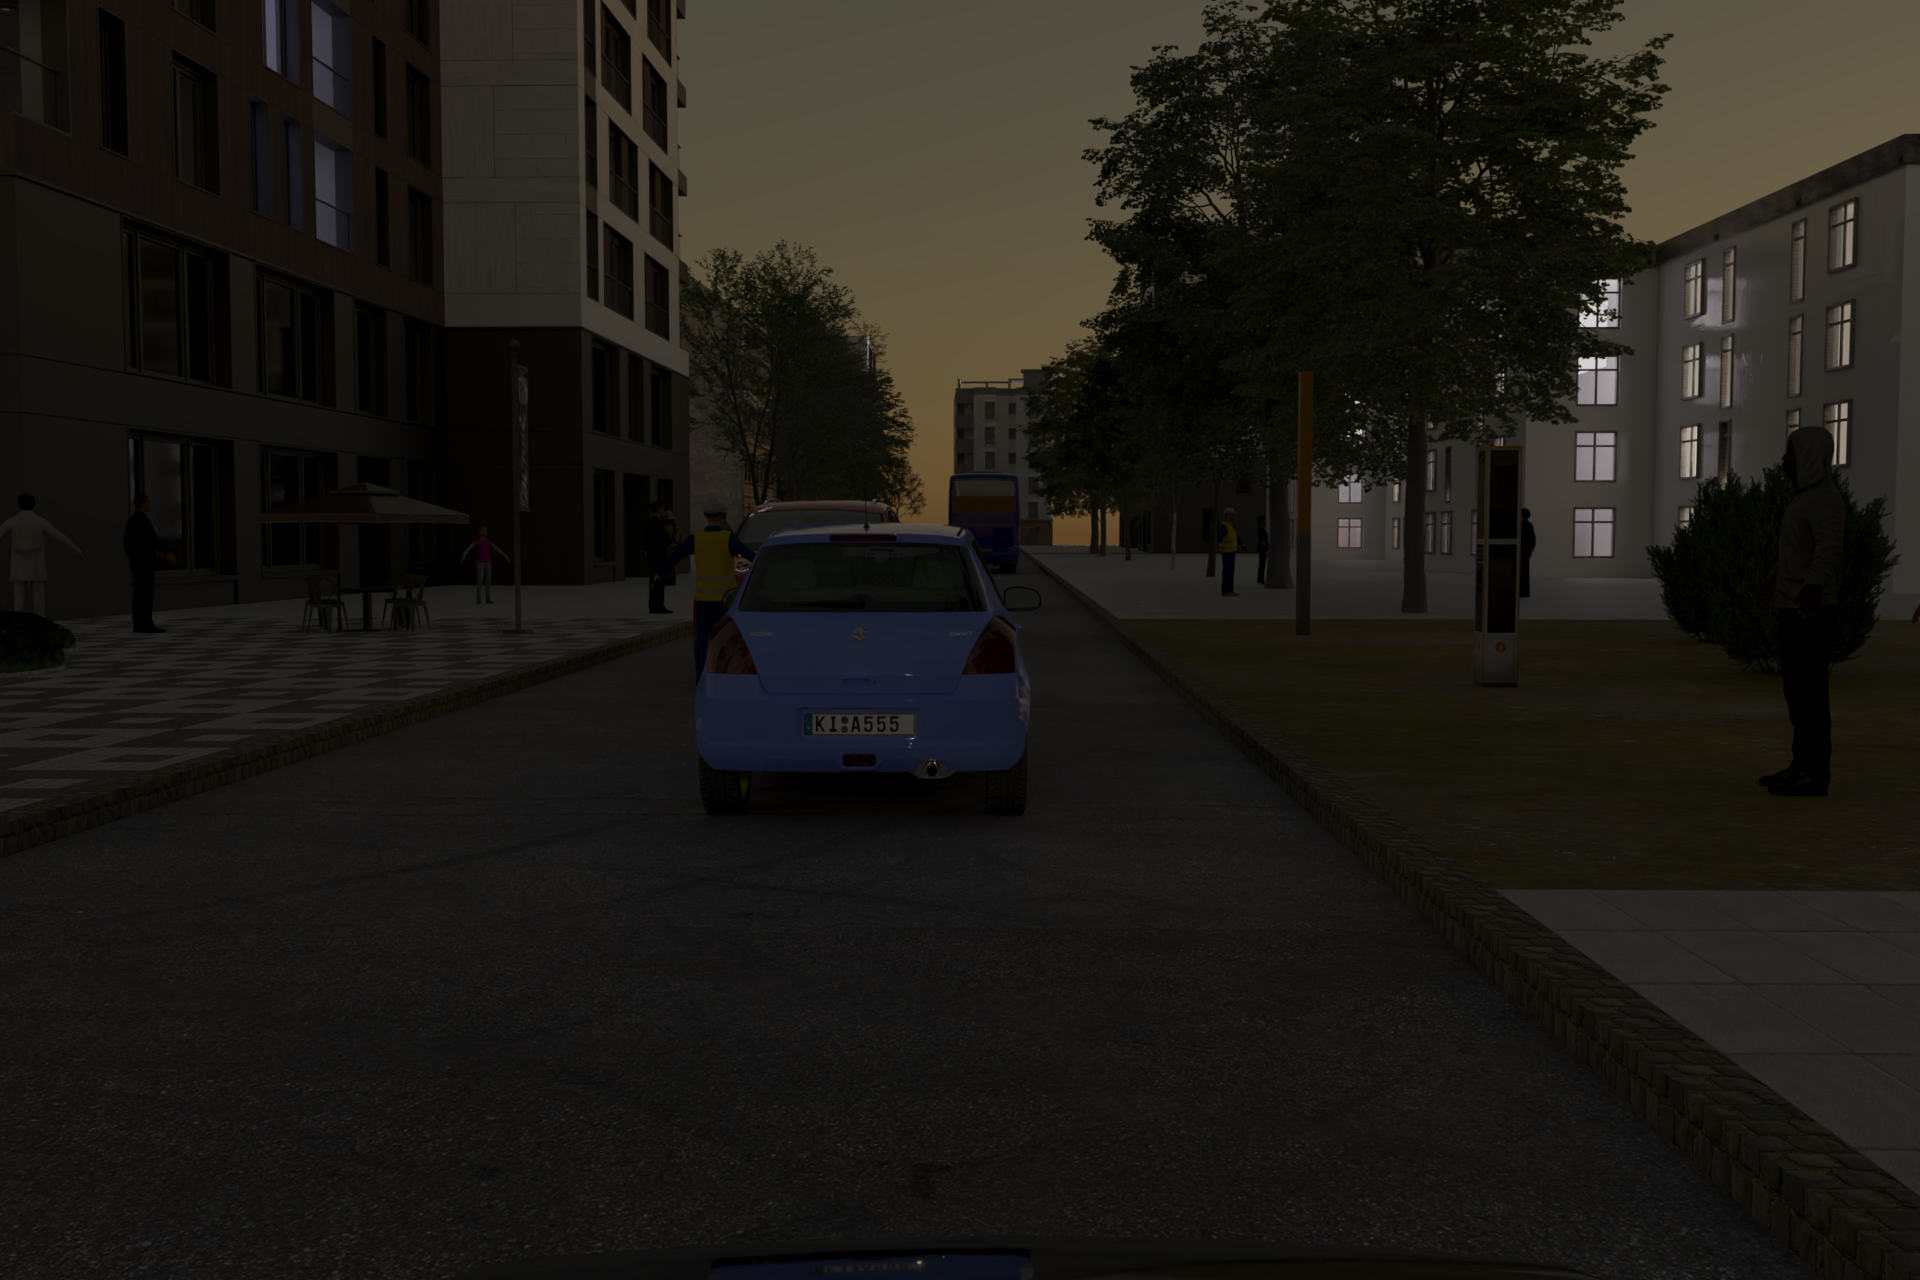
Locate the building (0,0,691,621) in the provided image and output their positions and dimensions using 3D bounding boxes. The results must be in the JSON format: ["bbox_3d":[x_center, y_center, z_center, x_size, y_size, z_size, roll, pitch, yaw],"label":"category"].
[{"bbox_3d":[-23.328,-12.037,40.774,27.936,21.610,32.646,0,4,2],"label":"building"}]

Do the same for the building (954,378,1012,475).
[{"bbox_3d":[-0.422,-21.075,203.453,11.380,20.090,16.016,0,4,6],"label":"building"}]

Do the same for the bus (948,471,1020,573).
[{"bbox_3d":[0.966,-4.607,66.875,2.896,3.916,12.251,0,4,1],"label":"bus"}]

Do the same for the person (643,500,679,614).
[{"bbox_3d":[-4.861,-1.349,27.988,0.705,1.837,1.347,-2,4,-33],"label":"person"}]

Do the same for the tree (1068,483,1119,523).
[{"bbox_3d":[16.583,-17.900,203.042,12.009,13.543,11.850,0,3,0],"label":"tree"}]

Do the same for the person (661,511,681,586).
[{"bbox_3d":[-7.264,-2.283,43.101,0.705,1.858,1.354,1,4,22],"label":"person"}]

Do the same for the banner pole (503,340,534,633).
[{"bbox_3d":[-5.745,-1.997,22.666,0.401,3.779,0.863,0,4,1],"label":"banner pole"}]

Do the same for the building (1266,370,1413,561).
[{"bbox_3d":[21.707,-8.777,85.646,9.099,9.664,28.070,0,4,1],"label":"building"}]

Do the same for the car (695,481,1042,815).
[{"bbox_3d":[-0.478,-0.034,10.142,1.945,1.707,3.694,0,3,0],"label":"car"}]

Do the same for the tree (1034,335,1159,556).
[{"bbox_3d":[7.948,-11.095,99.525,7.486,12.596,7.792,0,3,0],"label":"tree"}]

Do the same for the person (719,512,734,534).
[{"bbox_3d":[-5.140,-1.898,37.308,0.705,1.796,1.348,2,4,27],"label":"person"}]

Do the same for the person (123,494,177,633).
[{"bbox_3d":[-10.569,-0.994,22.474,1.346,1.802,0.704,3,5,42],"label":"person"}]

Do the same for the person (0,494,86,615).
[{"bbox_3d":[-12.213,-1.010,22.702,1.347,1.806,0.705,-2,4,-28],"label":"person"}]

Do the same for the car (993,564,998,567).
[{"bbox_3d":[0.862,-4.137,77.862,2.015,1.641,3.980,0,4,1],"label":"car"}]

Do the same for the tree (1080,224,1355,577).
[{"bbox_3d":[7.620,-7.150,51.322,8.767,10.594,7.601,-1,4,-21],"label":"tree"}]

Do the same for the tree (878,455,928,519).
[{"bbox_3d":[-7.179,-16.423,202.930,7.601,10.594,8.767,0,4,3],"label":"tree"}]

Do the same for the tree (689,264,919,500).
[{"bbox_3d":[-7.533,-10.333,79.319,12.009,13.543,11.850,0,3,0],"label":"tree"}]

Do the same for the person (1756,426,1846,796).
[{"bbox_3d":[4.176,-0.151,8.605,0.705,1.813,1.348,1,4,17],"label":"person"}]

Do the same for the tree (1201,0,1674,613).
[{"bbox_3d":[7.716,-6.701,27.692,7.486,12.596,7.792,0,3,0],"label":"tree"}]

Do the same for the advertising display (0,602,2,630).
[{"bbox_3d":[-6.596,-0.371,11.286,0.123,1.923,0.974,0,4,2],"label":"advertising display"}]

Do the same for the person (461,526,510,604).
[{"bbox_3d":[-8.702,-1.375,31.743,0.599,1.433,0.991,3,5,44],"label":"person"}]

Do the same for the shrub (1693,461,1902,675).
[{"bbox_3d":[7.641,-0.722,15.851,1.661,2.075,1.752,0,3,0],"label":"shrub"}]

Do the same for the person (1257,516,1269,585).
[{"bbox_3d":[7.741,-2.274,43.895,0.721,1.740,1.216,1,4,13],"label":"person"}]

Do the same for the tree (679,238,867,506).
[{"bbox_3d":[-7.182,-8.332,61.990,9.928,11.665,9.643,0,3,0],"label":"tree"}]

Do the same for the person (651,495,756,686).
[{"bbox_3d":[-2.131,-0.385,15.220,1.216,1.772,0.721,0,4,6],"label":"person"}]

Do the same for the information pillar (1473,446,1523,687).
[{"bbox_3d":[4.524,-0.617,14.575,0.304,2.012,0.304,0,4,2],"label":"information pillar"}]

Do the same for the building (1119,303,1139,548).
[{"bbox_3d":[29.427,-19.907,169.453,27.936,21.610,32.646,0,4,2],"label":"building"}]

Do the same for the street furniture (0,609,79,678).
[{"bbox_3d":[-12.168,0.038,15.013,5.734,0.657,10.072,2,4,34],"label":"street furniture"}]

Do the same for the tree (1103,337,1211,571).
[{"bbox_3d":[7.559,-6.707,60.019,4.360,8.622,3.978,0,3,0],"label":"tree"}]

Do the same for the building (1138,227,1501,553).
[{"bbox_3d":[27.388,-17.599,131.713,27.936,21.610,32.646,0,4,2],"label":"building"}]

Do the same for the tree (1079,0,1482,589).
[{"bbox_3d":[7.421,-8.179,40.389,9.857,13.997,8.962,0,3,0],"label":"tree"}]

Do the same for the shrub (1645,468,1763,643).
[{"bbox_3d":[9.104,-1.012,20.585,1.661,2.075,1.752,0,3,0],"label":"shrub"}]

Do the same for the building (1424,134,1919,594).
[{"bbox_3d":[20.967,-6.627,50.501,9.099,9.664,28.070,0,4,2],"label":"building"}]

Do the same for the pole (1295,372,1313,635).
[{"bbox_3d":[4.349,-1.715,21.878,0.158,3.312,0.155,0,3,0],"label":"pole"}]

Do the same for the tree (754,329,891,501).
[{"bbox_3d":[-7.554,-10.737,93.675,7.486,12.596,7.792,0,3,0],"label":"tree"}]

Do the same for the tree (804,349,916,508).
[{"bbox_3d":[-6.438,-11.536,106.740,7.486,12.596,7.792,0,3,0],"label":"tree"}]

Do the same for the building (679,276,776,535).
[{"bbox_3d":[-24.250,-18.282,129.836,19.493,23.208,18.063,0,4,1],"label":"building"}]

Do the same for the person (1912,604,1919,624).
[{"bbox_3d":[4.706,-0.062,7.163,1.345,1.843,0.704,1,4,15],"label":"person"}]

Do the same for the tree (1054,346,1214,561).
[{"bbox_3d":[8.258,-9.132,83.713,8.767,10.594,7.601,1,4,18],"label":"tree"}]

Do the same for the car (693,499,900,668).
[{"bbox_3d":[-1.493,-0.600,18.490,2.281,1.827,5.304,0,4,2],"label":"car"}]

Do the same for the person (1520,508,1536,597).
[{"bbox_3d":[11.410,-1.772,35.157,0.705,1.806,1.347,3,5,42],"label":"person"}]

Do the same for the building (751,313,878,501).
[{"bbox_3d":[-23.454,-20.351,176.709,27.936,21.610,32.646,0,4,1],"label":"building"}]

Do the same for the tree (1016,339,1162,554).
[{"bbox_3d":[8.527,-12.475,110.622,9.857,13.997,8.962,0,3,0],"label":"tree"}]

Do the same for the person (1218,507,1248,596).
[{"bbox_3d":[5.583,-1.823,35.783,0.705,1.833,1.349,2,4,32],"label":"person"}]
